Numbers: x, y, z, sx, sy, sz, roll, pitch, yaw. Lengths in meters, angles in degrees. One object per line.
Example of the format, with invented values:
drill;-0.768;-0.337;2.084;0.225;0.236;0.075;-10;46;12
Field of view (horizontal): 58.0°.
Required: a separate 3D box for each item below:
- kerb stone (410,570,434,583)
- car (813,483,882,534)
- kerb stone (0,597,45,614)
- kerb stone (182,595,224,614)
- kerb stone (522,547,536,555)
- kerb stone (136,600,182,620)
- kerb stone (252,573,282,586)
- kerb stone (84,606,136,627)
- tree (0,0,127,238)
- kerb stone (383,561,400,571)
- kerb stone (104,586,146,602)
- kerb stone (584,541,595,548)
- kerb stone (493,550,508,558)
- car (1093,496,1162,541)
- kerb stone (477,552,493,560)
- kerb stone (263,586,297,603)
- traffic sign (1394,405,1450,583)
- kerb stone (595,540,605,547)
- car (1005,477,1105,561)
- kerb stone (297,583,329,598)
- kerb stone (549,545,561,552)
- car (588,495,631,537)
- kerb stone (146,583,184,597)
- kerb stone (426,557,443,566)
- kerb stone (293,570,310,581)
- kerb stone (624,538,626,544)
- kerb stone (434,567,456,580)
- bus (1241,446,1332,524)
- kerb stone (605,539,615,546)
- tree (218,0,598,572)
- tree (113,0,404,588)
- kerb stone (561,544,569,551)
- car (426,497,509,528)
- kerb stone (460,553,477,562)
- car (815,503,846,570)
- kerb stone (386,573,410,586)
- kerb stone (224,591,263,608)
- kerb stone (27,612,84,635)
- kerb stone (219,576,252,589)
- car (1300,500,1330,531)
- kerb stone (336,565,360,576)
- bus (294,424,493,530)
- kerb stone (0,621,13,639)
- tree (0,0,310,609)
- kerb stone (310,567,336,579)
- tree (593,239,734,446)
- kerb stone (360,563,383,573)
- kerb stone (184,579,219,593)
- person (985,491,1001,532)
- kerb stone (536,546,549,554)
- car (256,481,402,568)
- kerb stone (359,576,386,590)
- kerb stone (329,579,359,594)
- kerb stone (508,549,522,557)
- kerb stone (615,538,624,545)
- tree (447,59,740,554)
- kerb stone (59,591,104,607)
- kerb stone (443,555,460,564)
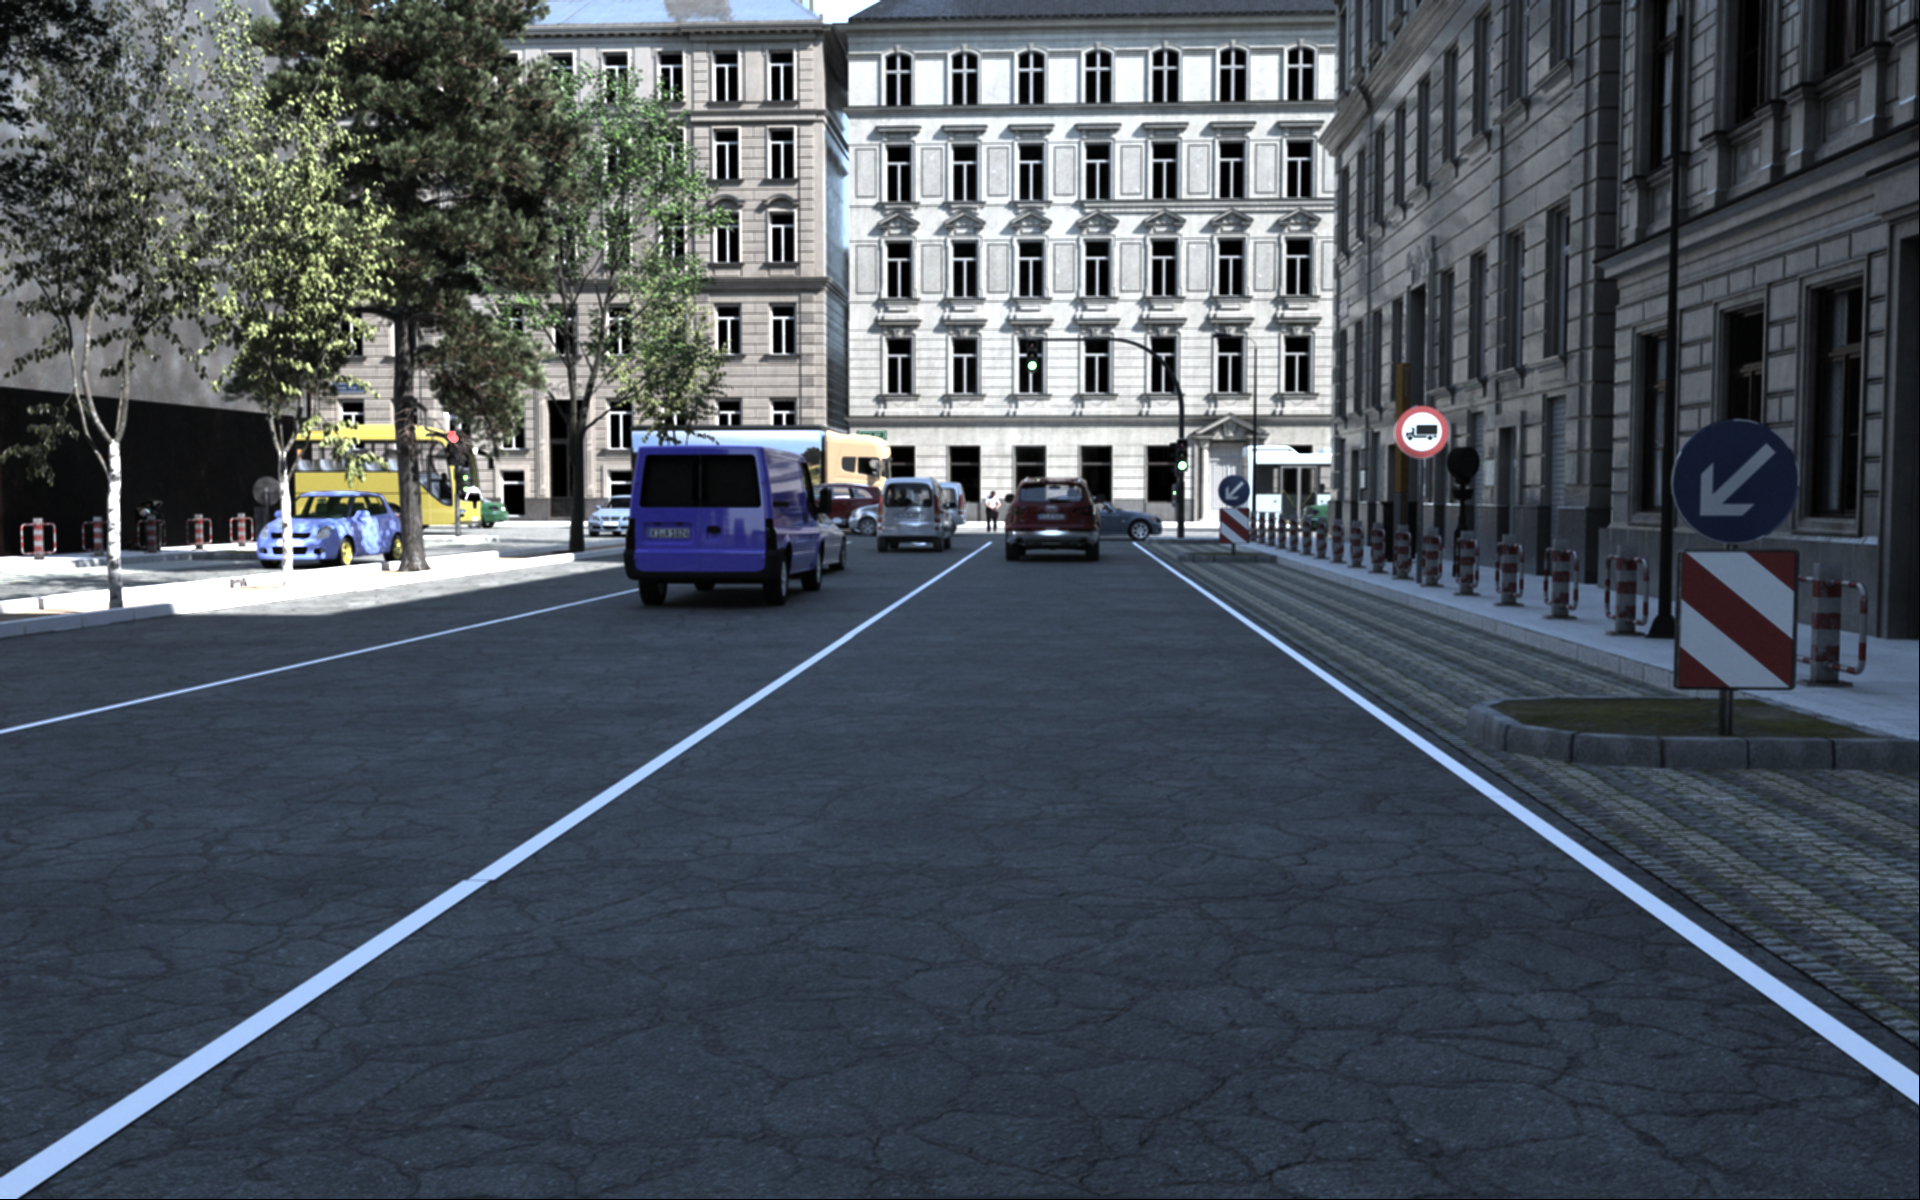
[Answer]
kerb stone;-8.882;-0.374;28.336;0.120;0.150;1.000;0;4;3
car;-5.017;-3.299;62.616;5.304;1.827;2.281;0;4;3
kerb stone;-11.416;0.066;21.213;0.120;0.150;1.000;0;4;3
kerb stone;-9.318;0.065;21.150;0.120;0.150;1.000;0;4;3
kerb stone;-10.238;-1.134;40.739;0.120;0.150;1.000;0;4;3
kerb stone;-9.376;0.131;20.118;0.120;0.150;1.000;0;4;3
kerb stone;-11.043;-0.316;27.368;0.120;0.150;1.000;0;4;3
kerb stone;-9.438;0.190;19.093;0.120;0.150;1.000;0;4;3
tree;-10.591;-4.722;14.079;8.767;10.594;7.601;0;4;3
kerb stone;-10.742;-0.631;32.504;0.120;0.150;1.000;0;4;3
kerb stone;-11.293;-0.066;23.268;0.120;0.150;1.000;0;4;3
kerb stone;-9.935;-1.449;45.893;0.120;0.150;1.000;0;4;3
kerb stone;-10.369;-1.007;38.660;0.120;0.150;1.000;0;4;3
car;4.087;-2.585;54.261;4.499;1.417;2.014;0;4;2
kerb stone;-10.429;-0.944;37.632;0.120;0.150;1.000;0;4;3
kerb stone;-9.193;-0.062;23.204;0.120;0.150;1.000;0;4;3
traffic sign;6.606;-1.513;24.840;0.768;2.556;0.104;1;4;11
kerb stone;-9.872;-1.512;46.919;0.120;0.150;1.000;0;4;3
car;2.112;-1.842;38.790;2.281;1.827;5.304;0;4;5
kerb stone;-9.135;-0.124;24.227;0.120;0.150;1.000;0;4;3
kerb stone;-10.117;-1.260;42.796;0.120;0.150;1.000;0;4;3
car;-11.396;-2.900;59.413;2.014;1.417;4.499;0;4;4
kerb stone;-11.232;-0.128;24.291;0.120;0.150;1.000;0;4;3
kerb stone;-10.611;-0.756;34.560;0.120;0.150;1.000;0;4;3
kerb stone;-10.985;-0.380;28.401;0.120;0.150;1.000;0;4;3
kerb stone;-9.686;-1.700;49.989;0.120;0.150;1.000;0;4;3
kerb stone;-8.823;-0.438;29.368;0.120;0.150;1.000;0;4;3
bus;17.653;-4.404;66.861;13.247;3.499;2.948;0;4;3
kerb stone;-9.808;-1.570;47.942;0.120;0.150;1.000;0;4;3
tree;-10.118;-6.540;31.434;6.751;12.117;7.091;0;3;0
tree;-9.853;-4.412;24.959;4.737;8.622;4.395;0;3;0
kerb stone;-10.055;-1.320;43.834;0.120;0.150;1.000;0;4;3
car;-21.618;-3.763;73.320;4.920;1.459;2.131;0;4;4
kerb stone;-10.497;-0.881;36.608;0.120;0.150;1.000;0;4;3
car;-3.235;-1.155;31.248;2.083;1.381;4.827;0;4;5
kerb stone;-8.951;-0.312;27.301;0.120;0.150;1.000;0;4;3
kerb stone;-9.255;0.002;22.180;0.120;0.150;1.000;0;4;3
kerb stone;-9.503;0.253;18.064;0.120;0.150;1.000;0;4;3
kerb stone;-11.110;-0.252;26.345;0.120;0.150;1.000;0;4;3
car;13.561;-2.726;56.369;4.920;1.459;2.131;0;4;3
kerb stone;-10.866;-0.505;30.453;0.120;0.150;1.000;0;4;3
bus;-23.166;-4.307;61.964;12.252;3.916;2.896;0;4;3
kerb stone;-9.563;0.316;17.034;0.120;0.150;1.000;0;4;3
tree;-9.911;-4.128;20.314;4.360;8.622;3.978;0;3;0
kerb stone;-10.924;-0.442;29.426;0.120;0.150;1.000;0;4;3
tree;-8.257;-5.871;48.811;4.737;8.622;4.395;0;3;0
kerb stone;-10.798;-0.567;31.476;0.120;0.150;1.000;0;4;3
kerb stone;-11.170;-0.186;25.320;0.120;0.150;1.000;0;4;3
person;1.248;-3.358;65.623;0.614;1.554;0.590;-1;4;-9
kerb stone;-10.179;-1.197;41.763;0.120;0.150;1.000;0;4;3
car;-12.586;-1.534;34.668;1.945;1.707;3.694;0;4;5
kerb stone;-8.999;-0.247;26.277;0.120;0.150;1.000;0;4;3
kerb stone;-9.068;-0.178;25.251;0.120;0.150;1.000;0;4;3
kerb stone;-10.305;-1.071;39.701;0.120;0.150;1.000;0;4;3
kerb stone;-9.753;-1.637;48.966;0.120;0.150;1.000;0;4;3
tree;-9.150;-6.918;41.322;9.928;11.665;9.643;0;3;0
kerb stone;-11.359;-0.003;22.239;0.120;0.150;1.000;0;4;3
kerb stone;-10.552;-0.819;35.584;0.120;0.150;1.000;0;4;3
